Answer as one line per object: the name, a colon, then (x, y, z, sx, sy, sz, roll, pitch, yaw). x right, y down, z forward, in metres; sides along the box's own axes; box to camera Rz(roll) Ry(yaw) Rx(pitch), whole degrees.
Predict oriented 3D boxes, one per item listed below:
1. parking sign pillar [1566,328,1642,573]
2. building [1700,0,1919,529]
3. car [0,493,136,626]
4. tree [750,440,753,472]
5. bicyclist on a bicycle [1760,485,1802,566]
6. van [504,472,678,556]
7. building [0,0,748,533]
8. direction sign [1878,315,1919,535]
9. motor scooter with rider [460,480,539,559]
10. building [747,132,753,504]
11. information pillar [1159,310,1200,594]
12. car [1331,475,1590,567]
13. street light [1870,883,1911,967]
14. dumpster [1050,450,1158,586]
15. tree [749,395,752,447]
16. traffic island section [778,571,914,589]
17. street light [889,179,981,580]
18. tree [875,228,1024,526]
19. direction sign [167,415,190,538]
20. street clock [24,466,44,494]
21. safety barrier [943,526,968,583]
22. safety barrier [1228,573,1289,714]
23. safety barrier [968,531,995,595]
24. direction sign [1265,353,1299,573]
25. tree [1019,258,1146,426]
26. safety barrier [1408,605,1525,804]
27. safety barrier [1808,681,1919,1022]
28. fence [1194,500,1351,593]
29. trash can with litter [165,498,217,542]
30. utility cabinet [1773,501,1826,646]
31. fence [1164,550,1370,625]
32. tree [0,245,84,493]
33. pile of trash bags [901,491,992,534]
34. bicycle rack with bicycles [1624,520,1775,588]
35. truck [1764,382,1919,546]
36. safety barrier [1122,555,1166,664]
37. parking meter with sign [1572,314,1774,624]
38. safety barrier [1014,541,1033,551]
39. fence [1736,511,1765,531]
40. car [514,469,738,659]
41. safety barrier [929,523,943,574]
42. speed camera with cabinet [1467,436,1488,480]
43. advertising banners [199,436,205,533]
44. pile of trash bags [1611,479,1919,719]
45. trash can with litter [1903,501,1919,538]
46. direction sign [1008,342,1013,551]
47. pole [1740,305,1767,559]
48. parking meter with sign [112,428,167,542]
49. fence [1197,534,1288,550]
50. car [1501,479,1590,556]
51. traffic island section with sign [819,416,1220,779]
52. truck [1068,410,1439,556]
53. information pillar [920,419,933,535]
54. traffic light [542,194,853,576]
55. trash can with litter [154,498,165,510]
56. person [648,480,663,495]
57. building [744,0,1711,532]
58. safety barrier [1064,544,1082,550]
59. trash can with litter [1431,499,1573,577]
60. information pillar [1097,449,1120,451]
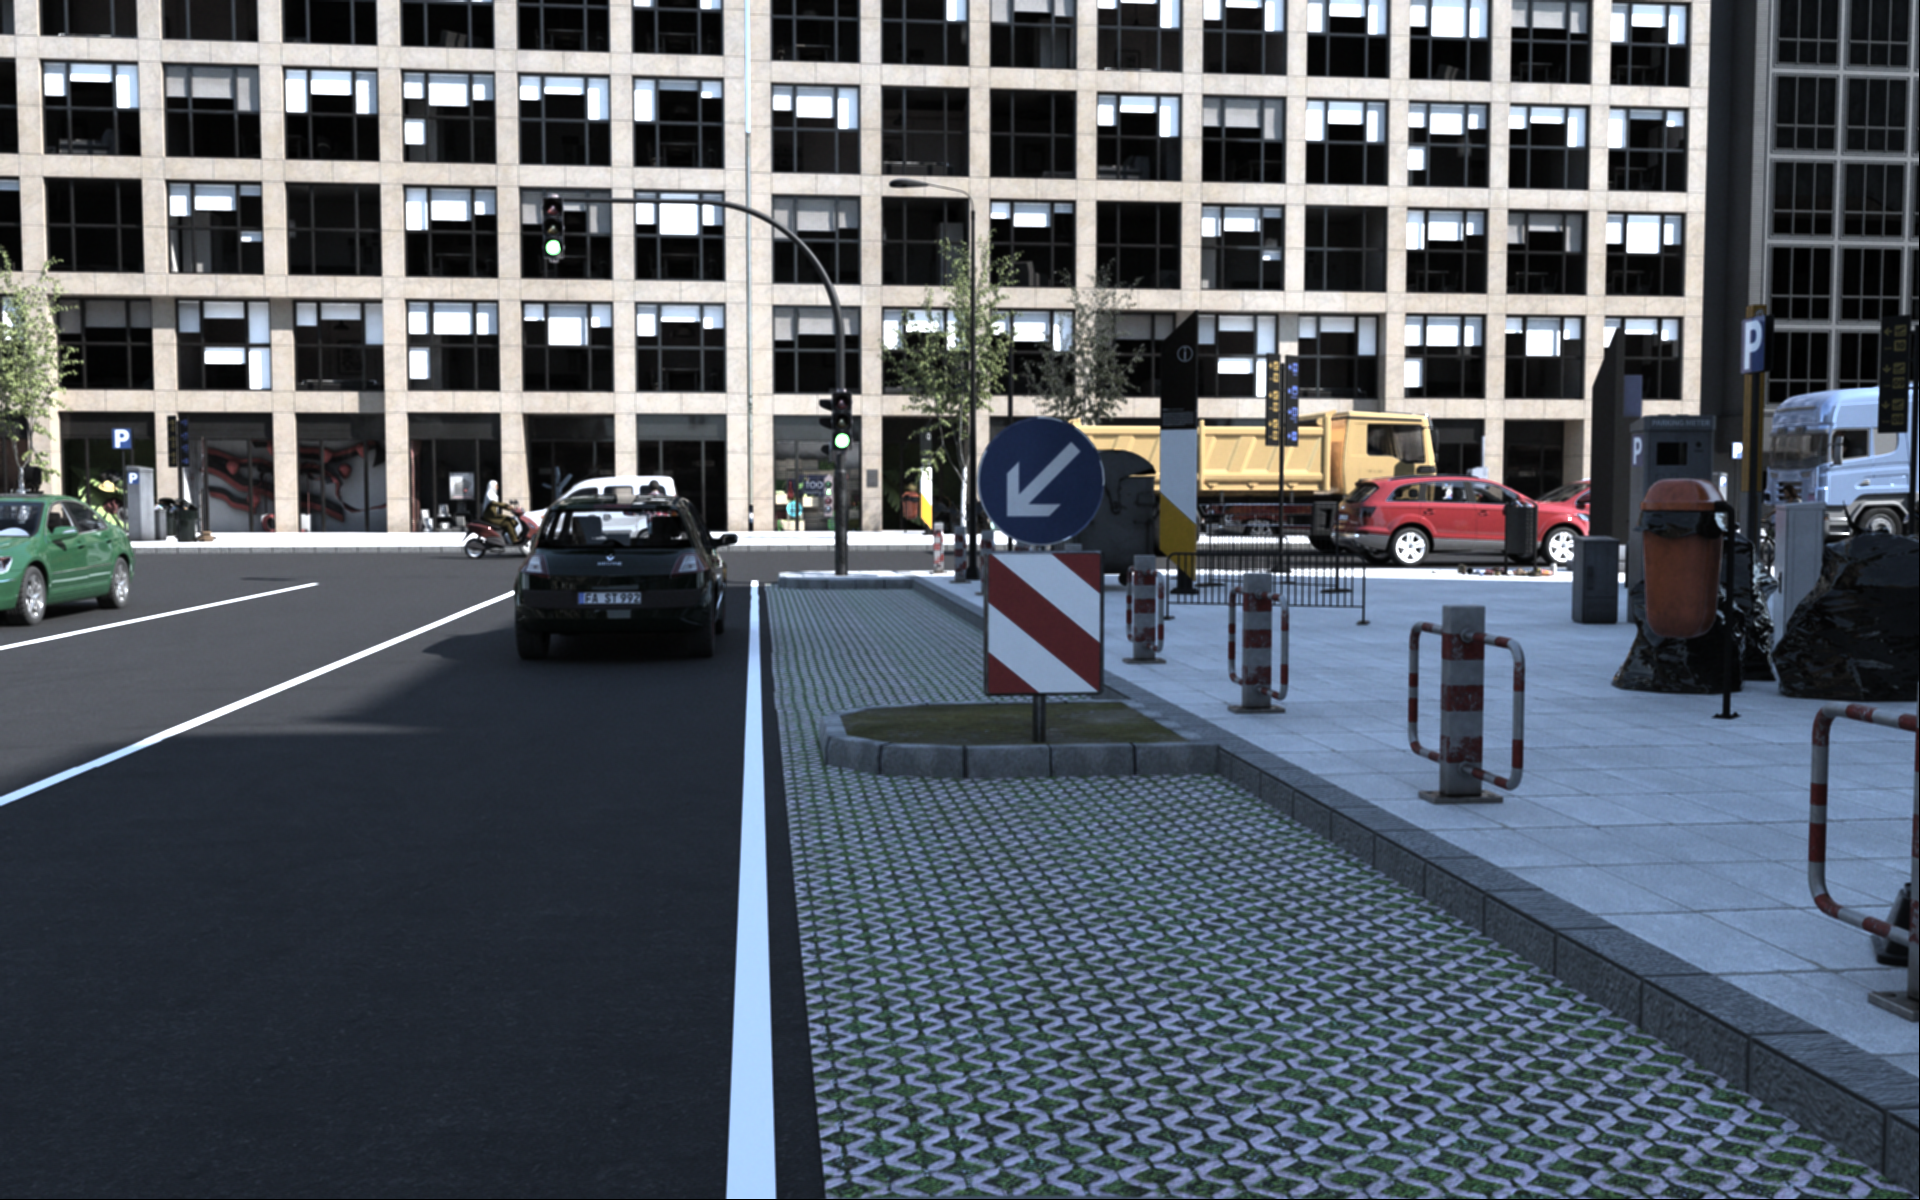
parking sign pillar: (10.873, -2.465, 28.767, 1.447, 3.967, 1.447, 0, 4, 4)
building: (37.995, -16.888, 69.626, 24.014, 27.812, 14.314, 0, 4, -7)
car: (-11.192, -0.514, 20.206, 2.131, 1.459, 4.920, 0, 4, -8)
tree: (-17.402, -16.217, 182.161, 9.611, 12.733, 9.660, 0, 3, 0)
bicyclist on a bicycle: (16.008, -1.440, 33.564, 1.625, 1.676, 1.499, 0, 4, -7)
van: (-8.526, -2.025, 40.127, 4.112, 2.044, 2.013, -1, 4, -9)
building: (-25.135, -15.937, 65.086, 34.151, 26.468, 19.350, 0, 4, -7)
direction sign: (12.052, -1.828, 21.883, 0.379, 3.537, 0.876, -3, 5, -40)
motor scooter with rider: (-10.083, -1.798, 38.364, 1.986, 1.779, 0.876, 0, 4, -6)
building: (-37.525, -37.085, 225.948, 30.456, 49.044, 23.786, 0, 4, -7)
information pillar: (2.816, -1.886, 22.197, 0.504, 3.616, 0.183, 2, 4, 25)
car: (10.238, -1.619, 35.147, 5.304, 1.827, 2.281, 0, 4, -6)
street light: (2.150, -1.958, 4.558, 1.470, 5.913, 1.316, 0, 4, -7)
dumpster: (1.919, -1.083, 23.462, 1.264, 1.857, 1.865, 0, 4, -7)
tree: (-15.142, -14.099, 156.267, 9.928, 11.665, 9.643, 0, 3, 0)
traffic island section: (-1.856, -0.306, 27.292, 2.009, 0.180, 2.903, 0, 4, -7)
street light: (-0.345, -3.253, 25.732, 1.470, 5.913, 1.316, 0, 4, -7)
tree: (-0.013, -5.995, 48.386, 4.737, 8.622, 4.395, 0, 3, 0)
direction sign: (-22.559, -3.551, 50.061, 0.876, 3.537, 0.379, 2, 4, 28)
street clock: (-24.266, -2.494, 45.344, 0.358, 2.002, 0.471, 0, 4, -5)
safety barrier: (0.004, -0.655, 24.979, 0.300, 0.817, 1.120, 0, 4, -7)
safety barrier: (1.748, 0.250, 10.192, 0.300, 0.817, 1.120, 0, 4, -7)
safety barrier: (0.351, -0.474, 22.029, 0.300, 0.817, 1.120, 0, 4, -7)
direction sign: (5.242, -2.216, 28.224, 0.379, 3.537, 0.876, 3, 5, 45)
tree: (3.956, -6.378, 54.647, 4.360, 8.622, 3.978, 0, 3, 0)
safety barrier: (2.098, 0.431, 7.236, 0.300, 0.817, 1.120, 0, 4, -7)
safety barrier: (2.451, 0.611, 4.283, 0.300, 0.817, 1.120, 0, 4, -7)
fence: (4.198, -0.742, 23.340, 0.480, 1.192, 2.264, -3, 5, -43)
trash can with litter: (-20.462, -2.132, 46.240, 0.624, 1.170, 1.055, 3, 4, 38)
utility cabinet: (6.946, -0.197, 14.383, 0.306, 1.237, 1.020, 1, 4, 21)
fence: (3.059, -0.125, 17.427, 2.069, 0.683, 0.278, 1, 4, 19)
tree: (-27.577, -6.123, 50.466, 4.737, 8.622, 4.395, 0, 3, 0)
pile of trash bags: (-0.570, -2.857, 56.469, 3.447, 1.369, 1.912, 3, 5, 40)
bicycle rack with bicycles: (10.444, -0.664, 24.240, 2.852, 0.926, 2.925, 1, 4, 23)
truck: (28.695, -3.234, 42.642, 18.799, 4.110, 2.967, 0, 4, -5)
safety barrier: (1.401, 0.069, 13.154, 0.300, 0.817, 1.120, 0, 4, -7)
parking meter with sign: (7.011, -1.276, 17.126, 1.738, 3.016, 0.543, 0, 4, 2)
safety barrier: (0.700, -0.293, 19.071, 0.300, 0.817, 1.120, 0, 4, -7)
fence: (27.420, -2.785, 60.914, 0.278, 0.683, 2.069, -2, 4, -27)
car: (-3.145, -0.413, 16.533, 2.009, 1.686, 4.222, 0, 4, -6)
safety barrier: (-0.348, -0.835, 27.926, 0.300, 0.817, 1.120, 0, 4, -7)
speed camera with cabinet: (17.659, -4.006, 59.832, 0.660, 3.252, 2.038, 0, 4, 1)
advertising banners: (-23.098, -3.461, 52.776, 0.090, 3.025, 2.074, -2, 4, -27)
pile of trash bags: (5.137, -0.085, 11.147, 1.912, 1.369, 3.447, 3, 5, 40)
trash can with litter: (16.651, -1.101, 29.390, 1.055, 1.170, 0.624, 0, 4, 8)
direction sign: (0.764, -2.099, 26.319, 0.379, 3.537, 0.876, 0, 3, 0)
pole: (8.600, -1.527, 18.802, 0.158, 3.312, 0.155, 0, 3, 0)
parking meter with sign: (-22.141, -3.094, 46.844, 0.543, 3.016, 1.738, 0, 4, 5)
fence: (3.999, -0.621, 25.527, 2.069, 0.683, 0.278, 3, 5, 45)
car: (15.012, -1.976, 40.984, 5.304, 1.827, 2.281, -1, 4, -8)
traffic island section with sign: (0.225, -0.061, 9.630, 1.989, 1.847, 2.006, 0, 4, -7)
truck: (7.113, -2.757, 40.997, 9.791, 3.379, 3.469, 0, 4, -7)
information pillar: (-1.049, -3.817, 53.760, 0.183, 3.616, 0.504, 3, 5, 39)
traffic light: (-3.964, -3.188, 26.788, 4.771, 5.953, 1.251, 0, 4, -7)
trash can with litter: (-24.076, -2.532, 52.786, 0.624, 1.170, 1.055, 0, 4, -3)
person: (-6.078, -1.557, 34.788, 0.563, 1.720, 0.643, -3, 5, -42)
building: (8.726, -16.210, 69.544, 34.151, 26.468, 19.350, 0, 4, -7)
safety barrier: (1.051, -0.112, 16.105, 0.300, 0.817, 1.120, 0, 4, -7)
trash can with litter: (8.641, -1.013, 27.621, 1.678, 1.210, 2.233, -3, 5, -43)
information pillar: (2.434, -1.463, 28.413, 0.304, 2.012, 0.304, 2, 4, 24)
